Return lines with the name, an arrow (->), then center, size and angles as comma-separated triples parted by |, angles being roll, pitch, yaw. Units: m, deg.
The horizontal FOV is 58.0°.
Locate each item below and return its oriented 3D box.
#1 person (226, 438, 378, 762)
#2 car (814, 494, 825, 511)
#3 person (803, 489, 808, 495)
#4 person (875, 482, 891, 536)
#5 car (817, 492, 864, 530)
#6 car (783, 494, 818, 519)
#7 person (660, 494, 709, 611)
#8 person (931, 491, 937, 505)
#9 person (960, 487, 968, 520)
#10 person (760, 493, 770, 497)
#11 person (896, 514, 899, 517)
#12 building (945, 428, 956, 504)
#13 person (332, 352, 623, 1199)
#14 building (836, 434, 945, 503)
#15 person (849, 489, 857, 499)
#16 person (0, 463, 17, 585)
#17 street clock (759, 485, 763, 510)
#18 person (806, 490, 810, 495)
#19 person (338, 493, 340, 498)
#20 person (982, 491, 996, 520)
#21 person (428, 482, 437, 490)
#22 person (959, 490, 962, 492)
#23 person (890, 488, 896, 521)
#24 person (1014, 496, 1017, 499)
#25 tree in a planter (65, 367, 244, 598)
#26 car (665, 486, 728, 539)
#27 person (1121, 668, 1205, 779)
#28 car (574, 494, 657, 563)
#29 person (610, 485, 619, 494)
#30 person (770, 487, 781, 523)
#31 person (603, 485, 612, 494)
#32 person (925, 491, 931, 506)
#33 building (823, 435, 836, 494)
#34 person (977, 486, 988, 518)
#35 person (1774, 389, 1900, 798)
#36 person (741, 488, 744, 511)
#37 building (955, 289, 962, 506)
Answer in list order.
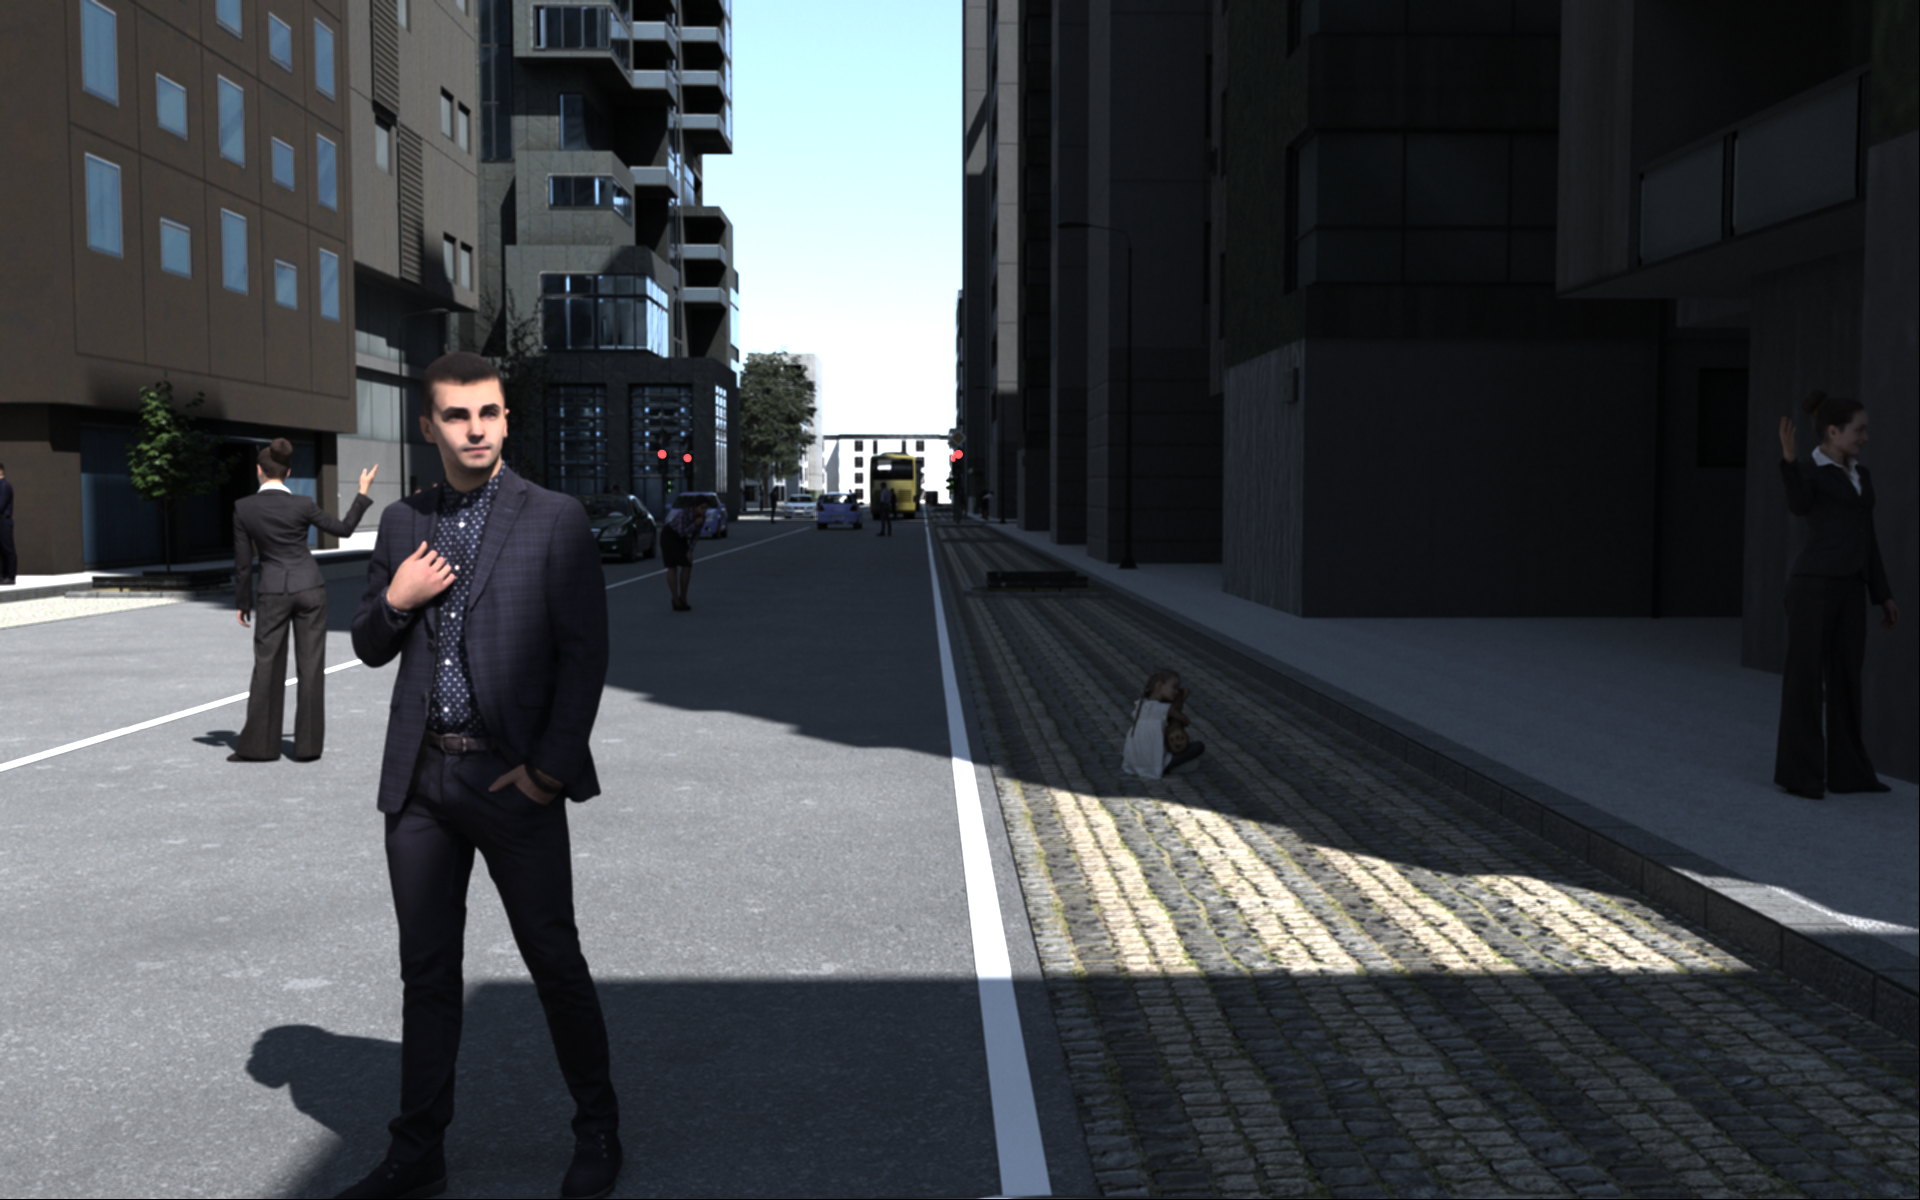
person -> -3.556, -0.006, 9.398 | 0.445, 1.727, 0.742 | 3, 5, 43
car -> -10.659, -7.911, 139.124 | 2.009, 1.686, 4.222 | 0, 4, -1
person -> -10.804, -6.785, 119.963 | 0.617, 1.759, 0.750 | -2, 4, -35
person -> -2.674, -3.115, 59.307 | 0.599, 1.838, 0.709 | 2, 4, 32
car -> -4.927, -3.769, 71.221 | 1.945, 1.707, 3.694 | 0, 3, 0
car -> -9.286, -5.452, 101.146 | 2.014, 1.417, 4.499 | 0, 4, -2
person -> -3.345, -0.578, 21.185 | 0.697, 1.427, 0.421 | 2, 4, 35
person -> -3.044, -12.041, 205.329 | 0.705, 1.831, 1.348 | -2, 4, -35
person -> 0.193, -4.925, 89.152 | 0.434, 1.807, 0.598 | -2, 4, -29
person -> -17.061, -8.877, 151.706 | 0.750, 1.759, 0.617 | -3, 5, -40
person -> -3.986, -6.168, 109.892 | 0.434, 1.755, 0.990 | 0, 4, -3
building -> 3.234, -17.007, 220.210 | 9.099, 9.664, 28.070 | 0, 4, -1
person -> -0.976, 0.362, 3.495 | 0.541, 1.710, 0.530 | 2, 4, 23
building -> -2.951, -18.609, 246.399 | 28.070, 9.664, 9.099 | 0, 4, -1
person -> -6.292, -5.610, 100.903 | 0.565, 1.739, 0.600 | -3, 4, -37
person -> -13.606, -1.083, 24.458 | 0.576, 1.737, 0.504 | 3, 5, 41
street clock -> -15.544, -8.003, 135.422 | 0.358, 2.002, 0.471 | 0, 3, 0
person -> -11.631, -7.482, 131.511 | 0.565, 1.739, 0.600 | -1, 4, -9
person -> -17.584, -2.527, 48.087 | 0.841, 1.734, 0.376 | 0, 4, 3
person -> 1.405, -4.631, 84.942 | 0.628, 1.438, 0.799 | 1, 4, 12
person -> -16.114, -2.803, 53.342 | 0.593, 1.643, 0.415 | -2, 4, -28
person -> 0.018, -9.390, 160.367 | 0.445, 1.727, 0.742 | 0, 4, -8
person -> -3.680, -5.178, 93.869 | 0.504, 1.737, 0.576 | 0, 4, -5
person -> 2.674, -4.227, 78.142 | 0.750, 1.759, 0.617 | 2, 4, 25
tree in a planter -> -11.297, -1.676, 24.622 | 1.991, 3.239, 1.994 | 0, 4, -1
car -> -8.514, -2.843, 56.077 | 1.945, 1.707, 3.694 | 0, 4, -2
person -> 1.029, 0.619, 8.855 | 0.357, 0.543, 0.381 | -3, 5, -39
car -> -7.711, -1.567, 37.423 | 2.131, 1.459, 4.920 | 0, 4, -2
person -> -11.001, -2.832, 55.631 | 0.431, 1.722, 0.655 | -3, 4, -38
person -> -9.048, -4.645, 84.898 | 0.568, 1.767, 0.683 | -2, 4, -25
person -> -14.379, -3.878, 70.921 | 0.415, 1.643, 0.593 | 2, 4, 34
person -> -3.968, -12.512, 213.615 | 0.990, 1.755, 0.434 | 3, 5, 45
building -> -30.998, -18.526, 245.040 | 28.070, 9.664, 9.099 | 0, 4, -1
person -> 1.212, -5.265, 92.814 | 0.600, 1.739, 0.565 | -1, 4, -16
person -> 3.649, -0.024, 7.235 | 0.445, 1.727, 0.742 | 2, 4, 34
person -> -16.569, -7.614, 131.194 | 0.621, 1.740, 0.551 | 1, 4, 18
building -> 13.401, -21.140, 189.617 | 27.936, 21.610, 32.646 | 0, 4, -1
